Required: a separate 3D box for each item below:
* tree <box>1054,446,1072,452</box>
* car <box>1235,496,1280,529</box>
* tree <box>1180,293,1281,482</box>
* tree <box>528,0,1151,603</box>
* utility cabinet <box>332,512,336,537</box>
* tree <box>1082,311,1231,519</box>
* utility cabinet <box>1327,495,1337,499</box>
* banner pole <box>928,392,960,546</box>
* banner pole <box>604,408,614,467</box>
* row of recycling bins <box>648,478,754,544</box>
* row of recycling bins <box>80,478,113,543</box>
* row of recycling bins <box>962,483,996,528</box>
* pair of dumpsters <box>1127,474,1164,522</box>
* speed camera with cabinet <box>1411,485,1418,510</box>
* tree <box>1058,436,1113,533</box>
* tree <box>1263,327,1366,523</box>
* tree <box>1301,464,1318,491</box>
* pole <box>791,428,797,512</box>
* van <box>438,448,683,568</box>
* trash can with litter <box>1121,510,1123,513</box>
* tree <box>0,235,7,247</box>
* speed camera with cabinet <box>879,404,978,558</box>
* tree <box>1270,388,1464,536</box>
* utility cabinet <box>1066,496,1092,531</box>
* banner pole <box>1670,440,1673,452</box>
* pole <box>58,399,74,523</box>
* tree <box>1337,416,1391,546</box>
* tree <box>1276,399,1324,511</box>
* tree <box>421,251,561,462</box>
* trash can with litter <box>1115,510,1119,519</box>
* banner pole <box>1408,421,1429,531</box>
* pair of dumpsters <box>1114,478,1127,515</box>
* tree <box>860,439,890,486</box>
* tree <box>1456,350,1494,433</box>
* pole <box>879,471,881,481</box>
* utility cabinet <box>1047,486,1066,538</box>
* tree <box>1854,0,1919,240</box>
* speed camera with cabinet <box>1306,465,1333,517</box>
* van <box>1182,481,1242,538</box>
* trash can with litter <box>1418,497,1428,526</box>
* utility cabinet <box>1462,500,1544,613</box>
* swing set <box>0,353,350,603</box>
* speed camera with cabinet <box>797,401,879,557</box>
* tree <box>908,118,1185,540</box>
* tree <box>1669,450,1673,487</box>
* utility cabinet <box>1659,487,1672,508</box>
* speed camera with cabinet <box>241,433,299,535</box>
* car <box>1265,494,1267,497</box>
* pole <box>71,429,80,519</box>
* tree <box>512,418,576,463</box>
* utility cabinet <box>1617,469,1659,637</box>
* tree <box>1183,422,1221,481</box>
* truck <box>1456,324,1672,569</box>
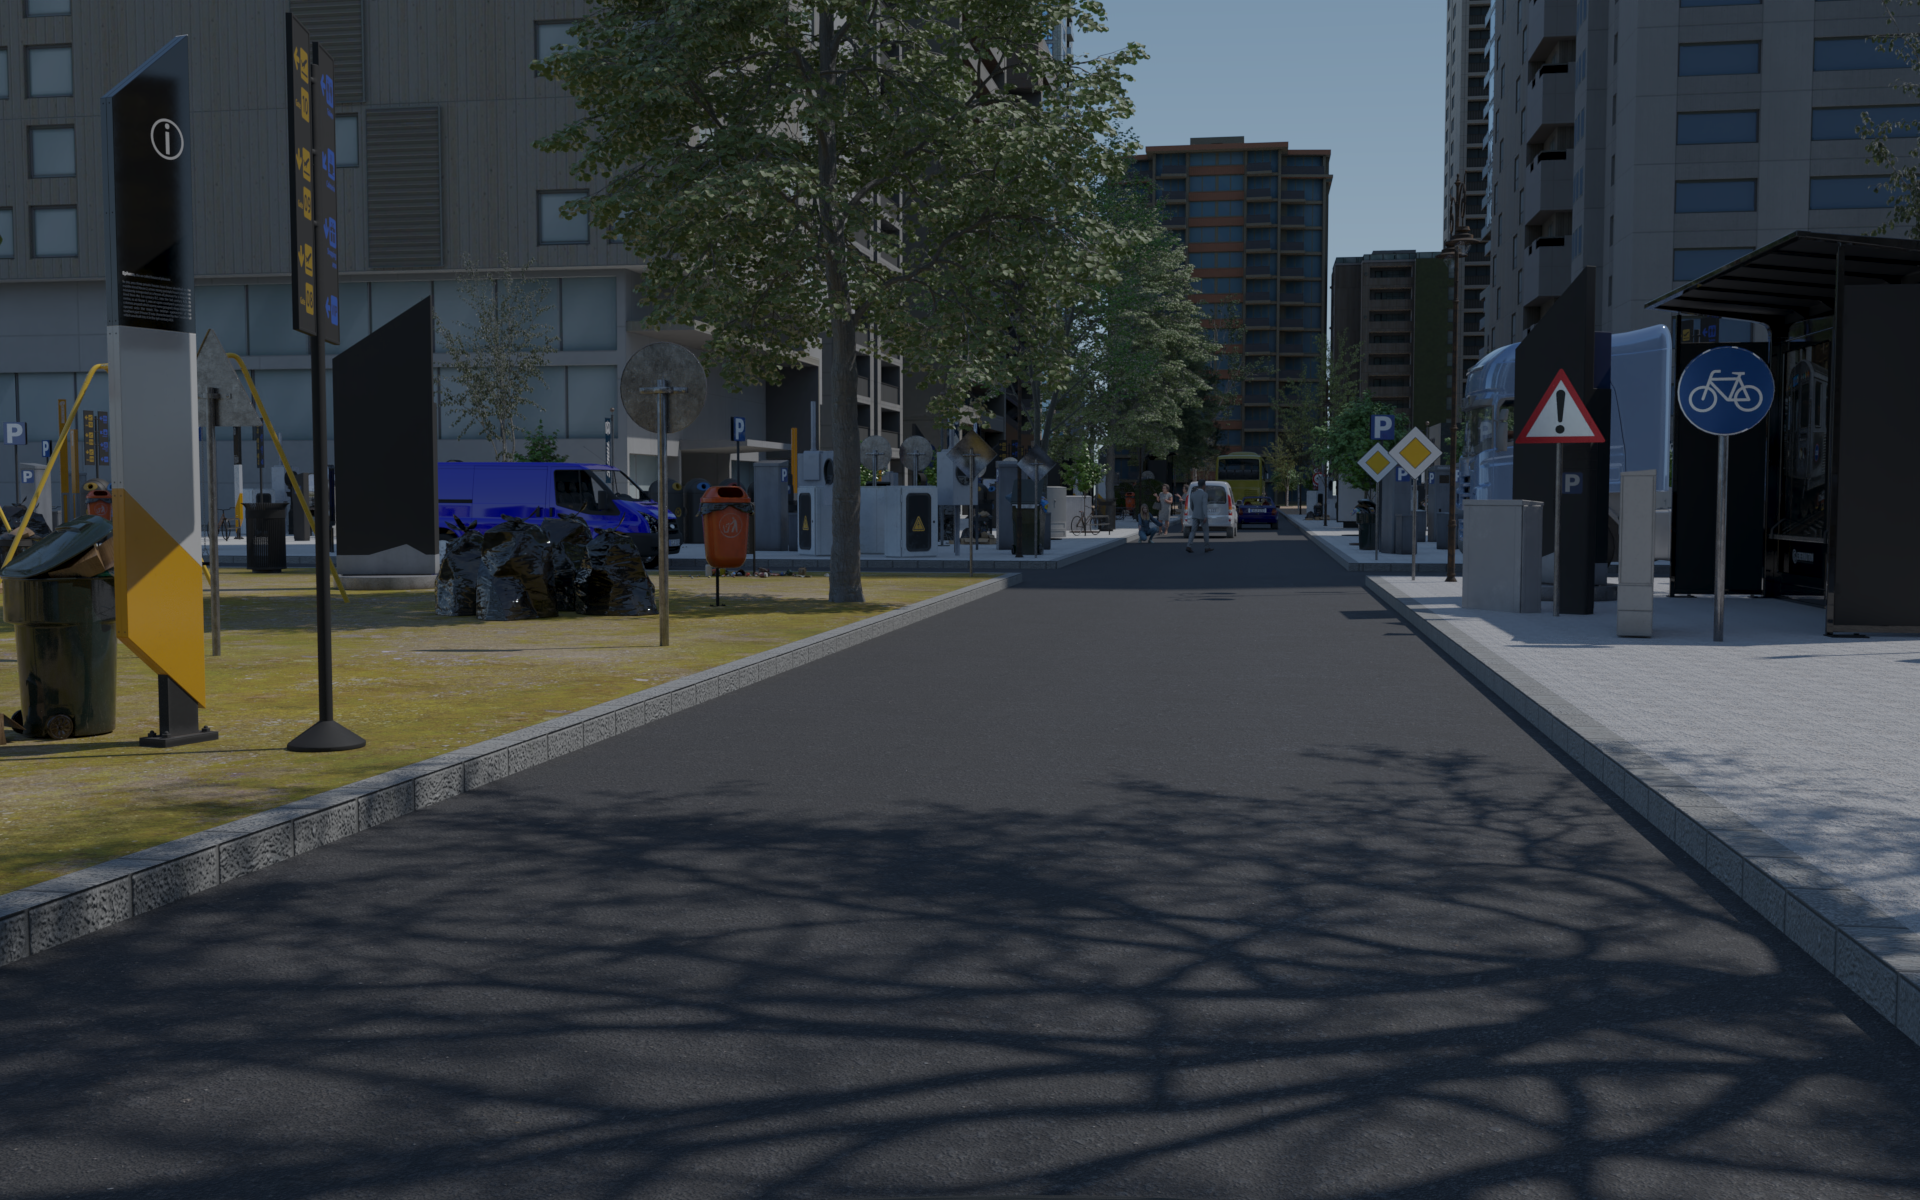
[{"bbox_3d":[6.581,-7.431,105.215,4.285,4.588,4.351,0,3,0],"label":"tree"},{"bbox_3d":[12.241,-3.604,71.499,1.945,1.354,3.894,1,4,9],"label":"car"},{"bbox_3d":[23.321,-18.832,163.789,12.611,20.169,13.585,0,3,0],"label":"tree"},{"bbox_3d":[-1.773,-6.262,20.504,7.486,12.596,7.792,0,3,0],"label":"tree"},{"bbox_3d":[-18.500,-2.642,51.882,0.318,1.500,1.173,2,4,24],"label":"utility cabinet"},{"bbox_3d":[9.295,-9.401,88.111,7.601,10.594,8.767,3,4,36],"label":"tree"},{"bbox_3d":[21.286,-5.340,98.462,1.020,1.237,0.306,2,4,30],"label":"utility cabinet"},{"bbox_3d":[-0.280,-3.220,42.662,0.401,3.779,0.863,3,5,44],"label":"banner pole"},{"bbox_3d":[-10.120,-3.676,50.113,0.401,3.779,0.863,0,4,8],"label":"banner pole"},{"bbox_3d":[-6.386,-2.320,45.052,3.534,1.692,1.069,-2,4,-29],"label":"row of recycling bins"},{"bbox_3d":[-21.416,-2.310,44.889,3.534,1.692,1.069,2,4,26],"label":"row of recycling bins"},{"bbox_3d":[1.699,-3.543,65.039,3.534,1.692,1.069,3,5,45],"label":"row of recycling bins"},{"bbox_3d":[8.836,-4.771,80.506,1.574,2.255,4.437,1,4,10],"label":"pair of dumpsters"},{"bbox_3d":[18.677,-4.770,72.327,0.660,3.252,2.038,2,4,24],"label":"speed camera with cabinet"},{"bbox_3d":[4.011,-3.848,57.510,1.663,3.219,1.824,0,3,0],"label":"tree"},{"bbox_3d":[16.119,-7.734,76.806,4.737,8.622,4.395,0,3,0],"label":"tree"},{"bbox_3d":[22.553,-7.036,109.641,1.663,3.219,1.824,0,3,0],"label":"tree"},{"bbox_3d":[-5.125,-3.653,53.573,0.158,3.312,0.155,0,3,0],"label":"pole"},{"bbox_3d":[-7.919,-1.750,32.992,5.245,2.365,2.240,1,4,11],"label":"van"},{"bbox_3d":[10.001,-5.968,108.964,0.624,1.170,1.055,1,4,17],"label":"trash can with litter"},{"bbox_3d":[-5.061,-1.341,5.645,4.285,4.588,4.351,0,3,0],"label":"tree"},{"bbox_3d":[-0.576,-2.506,35.303,2.038,3.252,0.660,-3,5,-40],"label":"speed camera with cabinet"},{"bbox_3d":[12.519,-4.240,53.034,4.285,4.588,4.351,0,3,0],"label":"tree"},{"bbox_3d":[4.094,-3.033,60.753,1.020,1.237,0.306,-1,4,-19],"label":"utility cabinet"},{"bbox_3d":[29.378,-4.948,70.922,0.863,3.779,0.401,3,5,45],"label":"banner pole"},{"bbox_3d":[-19.302,-2.660,37.326,0.158,3.312,0.155,0,3,0],"label":"pole"},{"bbox_3d":[10.246,-2.986,43.429,1.663,3.219,1.824,0,3,0],"label":"tree"},{"bbox_3d":[26.395,-11.231,133.984,4.360,8.622,3.978,0,3,0],"label":"tree"},{"bbox_3d":[-13.772,-6.189,51.552,4.360,8.622,3.978,0,3,0],"label":"tree"},{"bbox_3d":[7.124,-4.409,83.482,0.624,1.170,1.055,1,4,23],"label":"trash can with litter"},{"bbox_3d":[15.880,-4.270,59.838,0.863,3.779,0.401,1,4,8],"label":"banner pole"},{"bbox_3d":[9.941,-6.241,104.534,1.574,2.255,4.437,1,4,10],"label":"pair of dumpsters"},{"bbox_3d":[-3.560,-4.085,61.394,1.663,3.219,1.824,0,3,0],"label":"tree"},{"bbox_3d":[26.615,-8.229,84.904,4.737,8.622,4.395,0,3,0],"label":"tree"},{"bbox_3d":[-3.059,-4.361,65.149,0.158,3.312,0.155,0,3,0],"label":"pole"},{"bbox_3d":[2.588,-2.543,50.260,1.173,1.500,0.318,-3,5,-44],"label":"utility cabinet"},{"bbox_3d":[13.306,-4.383,22.028,4.360,8.622,3.978,0,3,0],"label":"tree"},{"bbox_3d":[18.637,-5.828,89.617,0.660,3.252,2.038,3,4,37],"label":"speed camera with cabinet"},{"bbox_3d":[8.357,-3.098,57.671,2.013,2.044,4.112,1,4,11],"label":"van"},{"bbox_3d":[18.218,-3.487,68.398,0.624,1.170,1.055,-2,4,-28],"label":"trash can with litter"},{"bbox_3d":[5.977,-0.485,19.099,0.306,1.237,1.020,-1,4,-21],"label":"utility cabinet"},{"bbox_3d":[-9.098,-1.369,20.005,3.119,2.851,2.862,3,4,36],"label":"swing set"},{"bbox_3d":[-2.421,-2.613,37.053,2.038,3.252,0.660,1,4,16],"label":"speed camera with cabinet"},{"bbox_3d":[2.296,-7.474,47.962,9.928,11.665,9.643,0,3,0],"label":"tree"},{"bbox_3d":[27.800,-4.491,68.026,1.663,3.219,1.824,0,3,0],"label":"tree"},{"bbox_3d":[22.686,-2.872,55.643,0.318,1.500,1.173,-1,4,-21],"label":"utility cabinet"},{"bbox_3d":[-22.026,-3.727,55.277,0.660,3.252,2.038,1,4,23],"label":"speed camera with cabinet"},{"bbox_3d":[19.752,-6.666,117.667,2.281,1.827,5.304,0,4,8],"label":"car"},{"bbox_3d":[-27.884,-3.716,54.601,0.158,3.312,0.155,0,3,0],"label":"pole"},{"bbox_3d":[-10.544,-3.025,44.057,1.663,3.219,1.824,0,3,0],"label":"tree"},{"bbox_3d":[6.205,-0.442,15.902,0.318,1.500,1.173,1,4,22],"label":"utility cabinet"},{"bbox_3d":[24.749,-13.752,175.204,4.360,8.622,3.978,0,3,0],"label":"tree"},{"bbox_3d":[17.001,-2.314,27.595,18.799,4.110,2.967,1,4,9],"label":"truck"}]
